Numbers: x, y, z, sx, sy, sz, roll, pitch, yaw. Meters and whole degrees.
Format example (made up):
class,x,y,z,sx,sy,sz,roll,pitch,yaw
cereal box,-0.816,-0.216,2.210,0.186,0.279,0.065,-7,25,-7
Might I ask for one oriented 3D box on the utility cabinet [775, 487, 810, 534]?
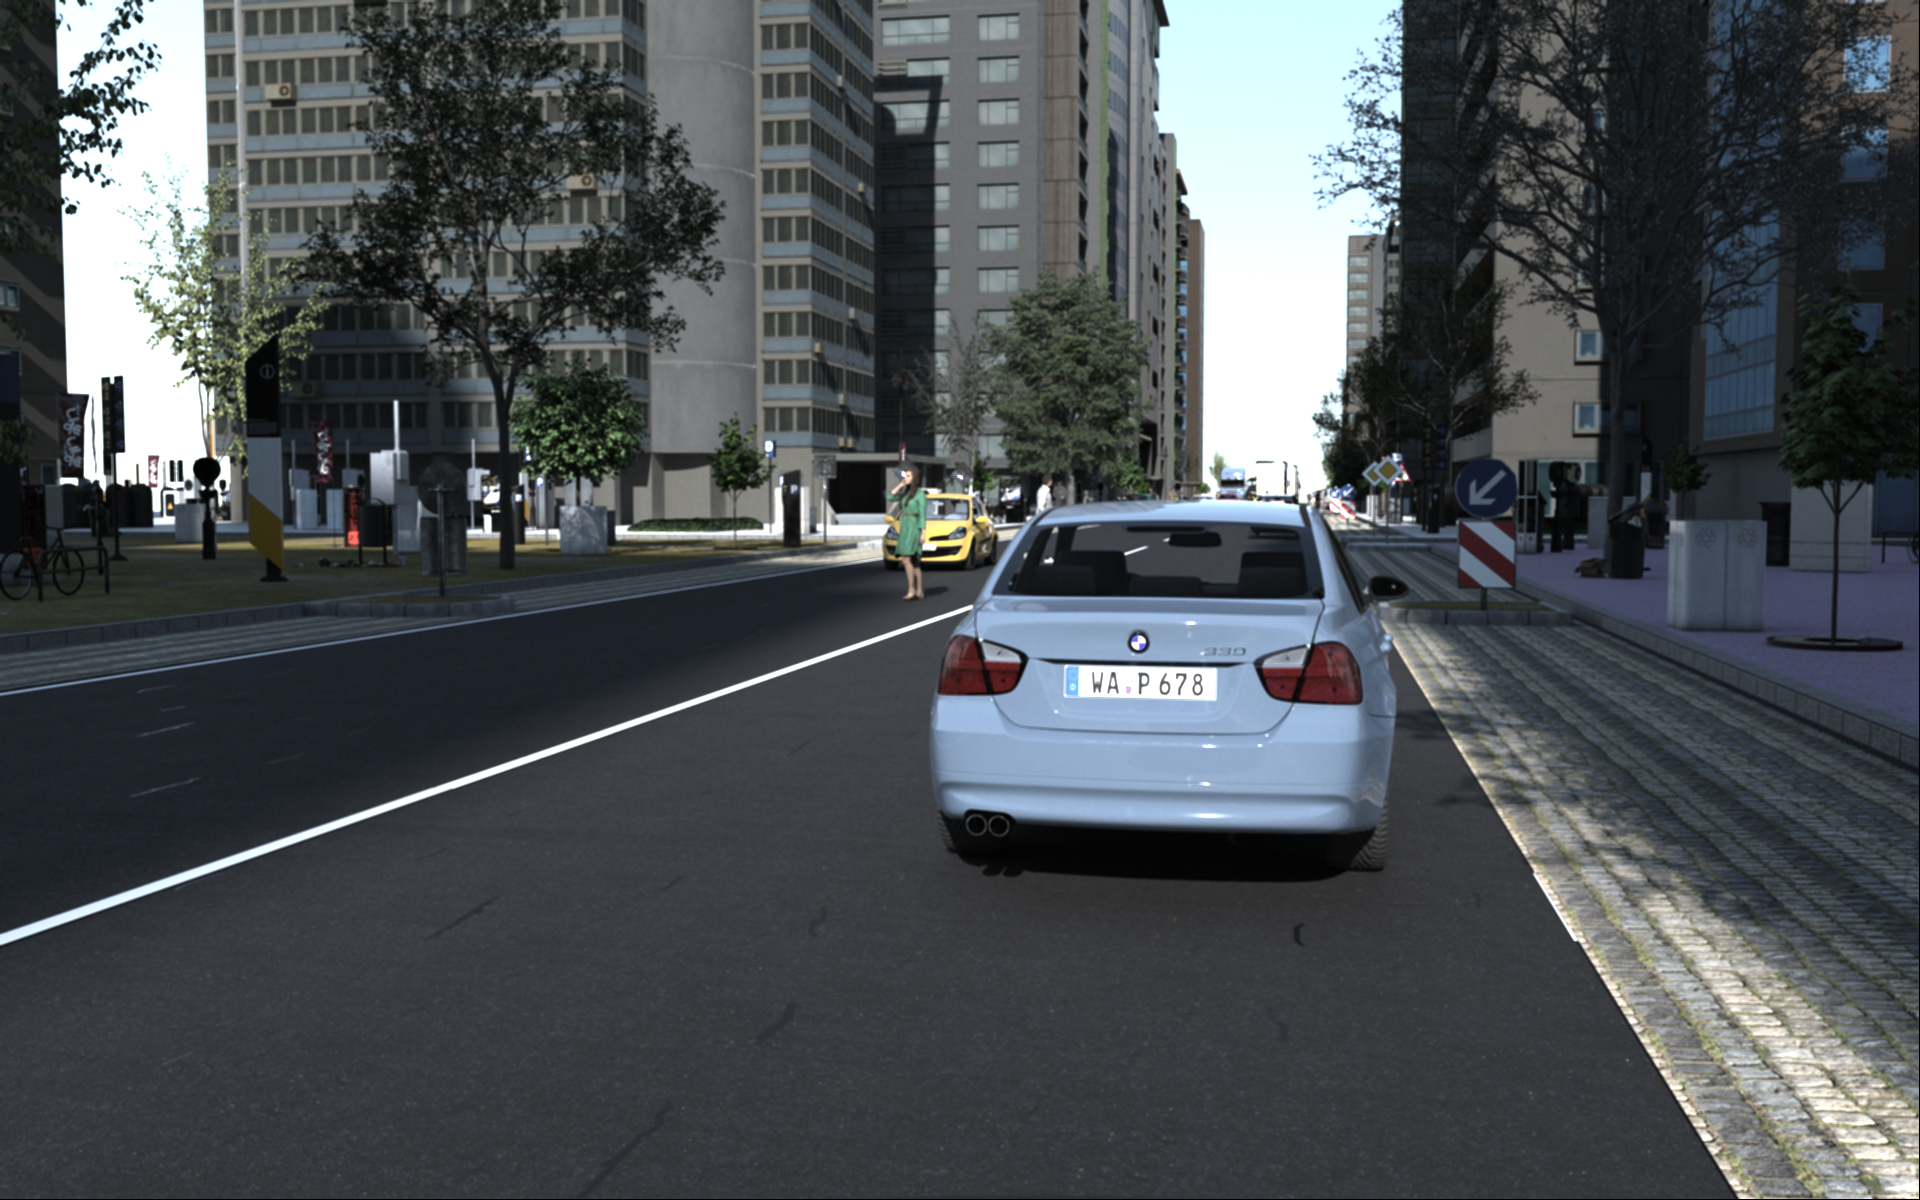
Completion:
class,x,y,z,sx,sy,sz,roll,pitch,yaw
utility cabinet,-5.313,-2.819,54.770,1.173,1.500,0.318,2,4,34

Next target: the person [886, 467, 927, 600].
class,x,y,z,sx,sy,sz,roll,pitch,yaw
person,-0.632,-0.896,23.395,0.600,1.795,0.529,3,5,39

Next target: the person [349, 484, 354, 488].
class,x,y,z,sx,sy,sz,roll,pitch,yaw
person,-18.470,-2.689,53.130,0.598,1.740,0.731,0,4,-3

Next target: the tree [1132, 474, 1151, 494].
class,x,y,z,sx,sy,sz,roll,pitch,yaw
tree,14.798,-8.971,141.275,1.663,3.219,1.824,0,3,0

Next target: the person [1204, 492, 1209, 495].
class,x,y,z,sx,sy,sz,roll,pitch,yaw
person,28.583,-11.711,200.782,0.742,1.727,0.445,2,4,27

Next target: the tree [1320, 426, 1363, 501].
class,x,y,z,sx,sy,sz,roll,pitch,yaw
tree,39.620,-14.072,180.444,4.360,8.622,3.978,0,3,0

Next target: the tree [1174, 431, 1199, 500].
class,x,y,z,sx,sy,sz,roll,pitch,yaw
tree,25.971,-15.410,202.311,4.360,8.622,3.978,0,3,0

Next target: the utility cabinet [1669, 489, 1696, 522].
class,x,y,z,sx,sy,sz,roll,pitch,yaw
utility cabinet,27.103,-3.441,64.935,1.173,1.500,0.318,-2,4,-32

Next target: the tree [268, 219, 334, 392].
class,x,y,z,sx,sy,sz,roll,pitch,yaw
tree,-16.253,-5.357,37.943,4.737,8.622,4.395,0,3,0

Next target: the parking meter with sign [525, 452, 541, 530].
class,x,y,z,sx,sy,sz,roll,pitch,yaw
parking meter with sign,-15.073,-4.082,63.001,0.543,3.016,1.738,1,4,20

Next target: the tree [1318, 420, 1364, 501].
class,x,y,z,sx,sy,sz,roll,pitch,yaw
tree,38.047,-13.524,171.477,4.737,8.622,4.395,0,3,0

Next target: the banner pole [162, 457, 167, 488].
class,x,y,z,sx,sy,sz,roll,pitch,yaw
banner pole,-53.109,-7.686,115.690,0.863,3.779,0.401,3,5,44

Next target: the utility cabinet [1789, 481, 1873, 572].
class,x,y,z,sx,sy,sz,roll,pitch,yaw
utility cabinet,14.374,-1.218,28.587,1.173,1.500,0.318,3,5,45

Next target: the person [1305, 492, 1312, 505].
class,x,y,z,sx,sy,sz,roll,pitch,yaw
person,44.363,-12.947,220.712,0.750,1.759,0.617,-3,4,-36

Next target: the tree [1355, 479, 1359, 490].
class,x,y,z,sx,sy,sz,roll,pitch,yaw
tree,27.477,-7.509,117.371,1.663,3.219,1.824,0,3,0

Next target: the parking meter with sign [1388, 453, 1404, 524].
class,x,y,z,sx,sy,sz,roll,pitch,yaw
parking meter with sign,18.587,-4.756,74.024,0.543,3.016,1.738,0,4,8

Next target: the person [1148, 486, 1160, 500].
class,x,y,z,sx,sy,sz,roll,pitch,yaw
person,9.656,-4.832,87.493,0.794,1.824,0.713,-2,4,-27

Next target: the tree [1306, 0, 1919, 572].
class,x,y,z,sx,sy,sz,roll,pitch,yaw
tree,11.028,-7.234,28.650,12.009,13.543,11.850,0,3,0

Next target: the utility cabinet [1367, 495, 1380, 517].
class,x,y,z,sx,sy,sz,roll,pitch,yaw
utility cabinet,23.342,-5.271,97.341,0.306,1.237,1.020,-3,4,-36

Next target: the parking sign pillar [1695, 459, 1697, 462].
class,x,y,z,sx,sy,sz,roll,pitch,yaw
parking sign pillar,29.874,-4.916,68.848,1.447,3.967,1.447,1,4,18

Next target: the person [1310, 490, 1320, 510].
class,x,y,z,sx,sy,sz,roll,pitch,yaw
person,26.443,-7.311,128.554,1.217,1.766,0.721,-2,4,-30

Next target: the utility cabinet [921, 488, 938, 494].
class,x,y,z,sx,sy,sz,roll,pitch,yaw
utility cabinet,-1.439,-3.494,65.807,1.173,1.500,0.318,0,4,-3

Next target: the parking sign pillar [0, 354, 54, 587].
class,x,y,z,sx,sy,sz,roll,pitch,yaw
parking sign pillar,-13.632,-2.198,24.404,1.447,3.967,1.447,-3,5,-40

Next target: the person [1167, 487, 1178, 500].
class,x,y,z,sx,sy,sz,roll,pitch,yaw
person,12.491,-5.679,101.268,0.656,1.842,0.836,-1,4,-22

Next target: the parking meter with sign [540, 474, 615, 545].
class,x,y,z,sx,sy,sz,roll,pitch,yaw
parking meter with sign,-9.650,-2.914,43.898,1.738,3.016,0.543,-1,4,-22

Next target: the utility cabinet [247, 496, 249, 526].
class,x,y,z,sx,sy,sz,roll,pitch,yaw
utility cabinet,-28.755,-3.649,70.827,0.306,1.237,1.020,0,4,5

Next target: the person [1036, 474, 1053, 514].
class,x,y,z,sx,sy,sz,roll,pitch,yaw
person,1.671,-1.696,36.068,0.795,1.843,0.661,0,4,3

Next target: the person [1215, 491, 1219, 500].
class,x,y,z,sx,sy,sz,roll,pitch,yaw
person,32.786,-12.978,220.693,0.705,1.824,1.348,-1,4,-16

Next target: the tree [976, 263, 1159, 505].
class,x,y,z,sx,sy,sz,roll,pitch,yaw
tree,5.986,-11.525,95.085,9.857,13.997,8.962,0,3,0

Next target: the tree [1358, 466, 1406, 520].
class,x,y,z,sx,sy,sz,roll,pitch,yaw
tree,21.381,-5.648,86.948,1.663,3.219,1.824,0,3,0

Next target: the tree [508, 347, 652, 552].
class,x,y,z,sx,sy,sz,roll,pitch,yaw
tree,-8.623,-3.388,39.115,4.285,4.588,4.351,0,3,0

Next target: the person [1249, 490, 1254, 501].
class,x,y,z,sx,sy,sz,roll,pitch,yaw
person,26.030,-8.954,154.902,0.705,1.822,1.348,1,4,21

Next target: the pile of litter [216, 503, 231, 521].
class,x,y,z,sx,sy,sz,roll,pitch,yaw
pile of litter,-35.105,-4.169,82.126,1.176,0.858,1.719,2,4,31

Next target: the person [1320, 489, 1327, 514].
class,x,y,z,sx,sy,sz,roll,pitch,yaw
person,26.095,-7.070,124.289,0.583,1.804,0.606,1,4,19

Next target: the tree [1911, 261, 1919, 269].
class,x,y,z,sx,sy,sz,roll,pitch,yaw
tree,21.830,-5.202,35.408,4.737,8.622,4.395,0,3,0

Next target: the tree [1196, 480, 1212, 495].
class,x,y,z,sx,sy,sz,roll,pitch,yaw
tree,31.626,-14.240,227.420,1.663,3.219,1.824,0,3,0

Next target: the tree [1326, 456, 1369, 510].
class,x,y,z,sx,sy,sz,roll,pitch,yaw
tree,32.652,-9.798,143.908,4.285,4.588,4.351,0,3,0

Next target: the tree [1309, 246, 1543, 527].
class,x,y,z,sx,sy,sz,roll,pitch,yaw
tree,18.257,-8.060,66.186,7.601,10.594,8.767,-3,4,-37

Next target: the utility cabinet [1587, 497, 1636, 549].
class,x,y,z,sx,sy,sz,roll,pitch,yaw
utility cabinet,15.136,-1.778,40.236,1.020,1.237,0.306,2,4,24

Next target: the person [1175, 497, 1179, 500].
class,x,y,z,sx,sy,sz,roll,pitch,yaw
person,8.347,-3.298,66.695,0.640,1.303,0.475,3,5,44

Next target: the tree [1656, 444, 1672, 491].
class,x,y,z,sx,sy,sz,roll,pitch,yaw
tree,24.080,-3.854,57.621,1.663,3.219,1.824,0,3,0

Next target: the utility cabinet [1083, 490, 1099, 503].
class,x,y,z,sx,sy,sz,roll,pitch,yaw
utility cabinet,7.881,-5.833,104.053,0.318,1.500,1.173,3,5,44

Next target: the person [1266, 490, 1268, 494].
class,x,y,z,sx,sy,sz,roll,pitch,yaw
person,23.592,-7.558,132.788,1.217,1.736,0.721,3,5,44

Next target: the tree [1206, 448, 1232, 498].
class,x,y,z,sx,sy,sz,roll,pitch,yaw
tree,42.755,-20.340,282.913,4.737,8.622,4.395,0,3,0

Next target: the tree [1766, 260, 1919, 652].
class,x,y,z,sx,sy,sz,roll,pitch,yaw
tree,7.273,-1.212,14.422,1.663,3.219,1.824,0,3,0

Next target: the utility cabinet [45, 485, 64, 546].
class,x,y,z,sx,sy,sz,roll,pitch,yaw
utility cabinet,-22.579,-2.055,42.276,1.173,1.500,0.318,-1,4,-14

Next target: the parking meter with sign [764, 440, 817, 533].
class,x,y,z,sx,sy,sz,roll,pitch,yaw
parking meter with sign,-5.537,-3.711,56.933,1.738,3.016,0.543,-3,5,-39
